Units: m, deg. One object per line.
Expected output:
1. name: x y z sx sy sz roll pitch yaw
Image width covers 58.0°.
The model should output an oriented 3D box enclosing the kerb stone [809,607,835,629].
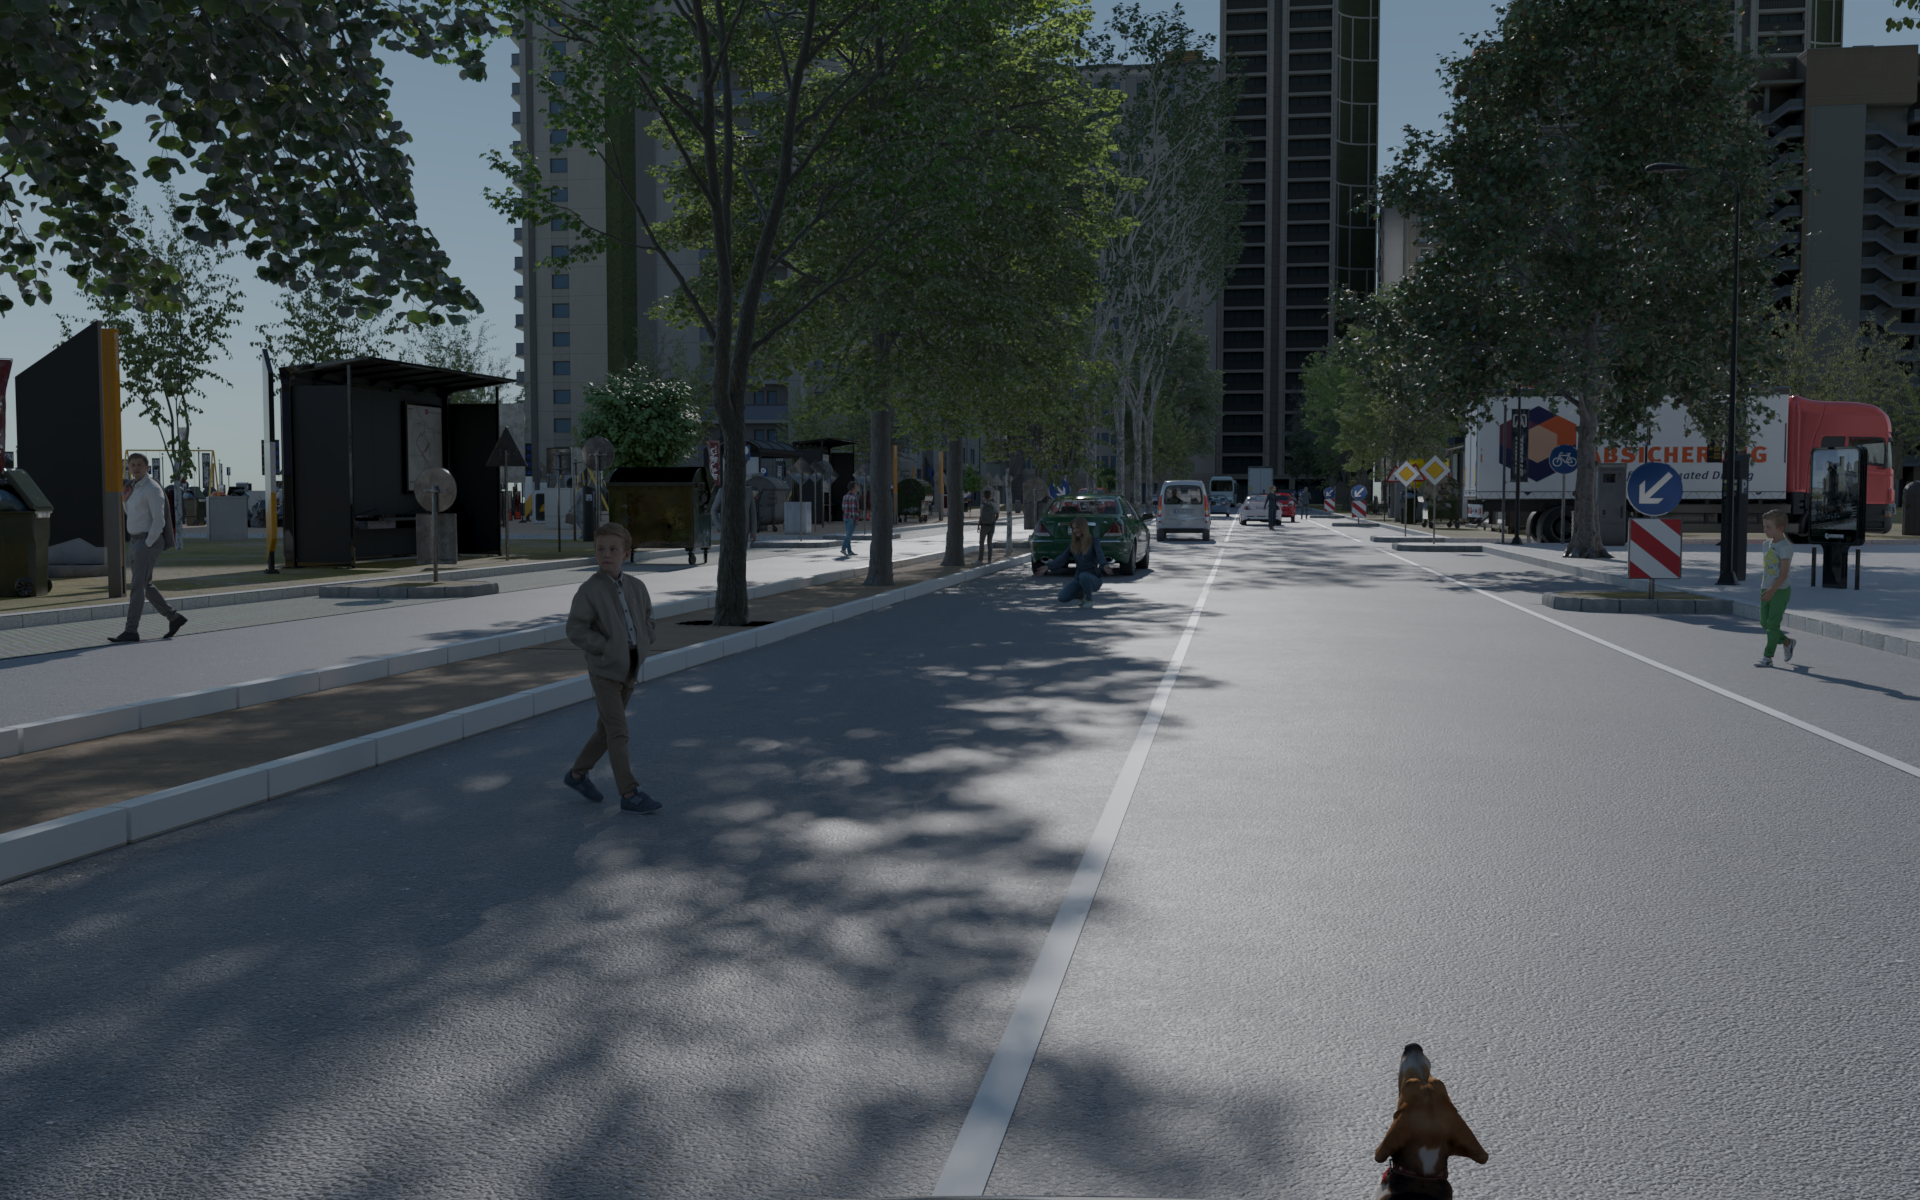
1. kerb stone: -1.556 0.216 18.736 0.120 0.150 1.000 1 4 9

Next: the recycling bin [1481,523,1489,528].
1. recycling bin: 20.512 -3.295 66.425 0.722 1.027 0.722 -2 4 -24

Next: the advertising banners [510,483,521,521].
1. advertising banners: -21.597 -5.311 83.024 0.090 3.025 2.074 -3 5 -39

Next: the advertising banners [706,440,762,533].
1. advertising banners: -7.375 -3.690 56.513 2.074 3.025 0.090 -3 4 -38

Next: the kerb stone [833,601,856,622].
1. kerb stone: -1.380 0.150 19.745 0.120 0.150 1.000 1 4 9

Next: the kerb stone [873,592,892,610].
1. kerb stone: -1.046 0.029 21.768 0.120 0.150 1.000 1 4 9

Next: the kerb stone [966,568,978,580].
1. kerb stone: 0.117 -0.406 28.833 0.120 0.150 1.000 1 4 9

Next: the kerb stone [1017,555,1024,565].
1. kerb stone: 1.115 -0.777 34.906 0.120 0.150 1.000 1 4 9

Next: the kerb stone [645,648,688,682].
1. kerb stone: -2.382 0.521 13.673 0.120 0.150 1.000 1 4 9

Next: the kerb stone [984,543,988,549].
1. kerb stone: 0.545 -1.353 44.367 0.120 0.150 1.000 1 4 9

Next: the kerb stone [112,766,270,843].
1. kerb stone: -3.380 0.895 7.615 0.120 0.150 1.000 1 4 9

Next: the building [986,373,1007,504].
1. building: -5.952 -40.052 244.092 27.495 52.752 28.713 1 4 9

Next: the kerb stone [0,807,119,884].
1. kerb stone: -3.550 0.955 6.600 0.120 0.150 1.000 1 4 9

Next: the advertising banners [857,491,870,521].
1. advertising banners: -4.425 -5.282 82.545 0.090 3.025 2.074 1 4 22

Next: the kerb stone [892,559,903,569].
1. kerb stone: -1.293 -0.673 33.237 0.120 0.150 1.000 1 4 9

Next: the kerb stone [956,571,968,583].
1. kerb stone: -0.057 -0.341 27.821 0.120 0.150 1.000 1 4 9

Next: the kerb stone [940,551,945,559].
1. kerb stone: -0.448 -0.984 38.286 0.120 0.150 1.000 1 4 9

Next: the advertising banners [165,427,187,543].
1. advertising banners: -20.853 -3.033 45.784 2.074 3.025 0.090 3 5 43

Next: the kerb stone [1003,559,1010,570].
1. kerb stone: 0.782 -0.653 32.876 0.120 0.150 1.000 1 4 9

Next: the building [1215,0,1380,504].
1. building: 44.875 -48.458 230.543 20.611 71.187 20.563 1 4 9

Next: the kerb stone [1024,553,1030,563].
1. kerb stone: 1.287 -0.839 35.914 0.120 0.150 1.000 1 4 9

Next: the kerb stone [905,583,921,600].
1. kerb stone: -0.716 -0.097 23.786 0.120 0.150 1.000 1 4 9

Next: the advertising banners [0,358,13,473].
1. advertising banners: -13.005 -1.564 21.762 2.074 3.025 0.090 -3 5 -40

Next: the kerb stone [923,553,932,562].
1. kerb stone: -0.791 -0.861 36.266 0.120 0.150 1.000 1 4 9

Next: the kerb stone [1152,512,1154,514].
1. kerb stone: 14.161 -6.401 126.939 0.120 0.150 1.000 1 4 9

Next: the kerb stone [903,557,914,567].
1. kerb stone: -1.116 -0.731 34.244 0.120 0.150 1.000 1 4 9

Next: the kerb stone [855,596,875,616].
1. kerb stone: -1.218 0.088 20.760 0.120 0.150 1.000 1 4 9

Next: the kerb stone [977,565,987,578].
1. kerb stone: 0.285 -0.468 29.842 0.120 0.150 1.000 1 4 9

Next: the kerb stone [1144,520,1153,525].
1. kerb stone: 9.042 -3.719 83.048 0.120 0.150 1.000 1 4 9

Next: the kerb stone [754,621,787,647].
1. kerb stone: -1.877 0.336 16.697 0.120 0.150 1.000 1 4 9

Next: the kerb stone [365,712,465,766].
1. kerb stone: -3.047 0.774 9.634 0.120 0.150 1.000 1 4 9

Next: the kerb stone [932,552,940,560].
1. kerb stone: -0.626 -0.921 37.275 0.120 0.150 1.000 1 4 9

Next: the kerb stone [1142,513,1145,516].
1. kerb stone: 12.654 -5.848 117.817 0.120 0.150 1.000 1 4 9

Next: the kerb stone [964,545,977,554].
1. kerb stone: 0.215 -1.233 42.347 0.120 0.150 1.000 1 4 9

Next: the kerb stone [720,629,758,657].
1. kerb stone: -2.049 0.398 15.690 0.120 0.150 1.000 1 4 9

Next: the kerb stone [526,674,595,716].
1. kerb stone: -2.718 0.645 11.651 0.120 0.150 1.000 1 4 9

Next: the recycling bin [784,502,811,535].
1. recycling bin: -5.166 -2.608 55.194 0.722 1.027 0.722 1 4 9

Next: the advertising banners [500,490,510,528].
1. advertising banners: -17.515 -4.256 65.780 0.090 3.025 2.074 0 4 0

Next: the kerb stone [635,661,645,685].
1. kerb stone: -2.553 0.584 12.665 0.120 0.150 1.000 1 4 9

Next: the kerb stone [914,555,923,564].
1. kerb stone: -0.958 -0.791 35.258 0.120 0.150 1.000 1 4 9

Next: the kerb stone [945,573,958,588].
1. kerb stone: -0.217 -0.276 26.811 0.120 0.150 1.000 1 4 9

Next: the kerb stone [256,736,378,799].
1. kerb stone: -3.215 0.836 8.623 0.120 0.150 1.000 1 4 9

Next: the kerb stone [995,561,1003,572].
1. kerb stone: 0.617 -0.588 31.866 0.120 0.150 1.000 1 4 9

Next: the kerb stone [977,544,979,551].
1. kerb stone: 0.387 -1.293 43.355 0.120 0.150 1.000 1 4 9

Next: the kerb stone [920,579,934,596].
1. kerb stone: -0.549 -0.159 24.794 0.120 0.150 1.000 1 4 9

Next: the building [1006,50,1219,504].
1. building: 20.837 -42.397 235.186 28.212 58.520 21.231 1 4 9

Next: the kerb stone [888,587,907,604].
1. kerb stone: -0.890 -0.036 22.779 0.120 0.150 1.000 1 4 9

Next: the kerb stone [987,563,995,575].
1. kerb stone: 0.449 -0.528 30.853 0.120 0.150 1.000 1 4 9

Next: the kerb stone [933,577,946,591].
1. kerb stone: -0.386 -0.221 25.803 0.120 0.150 1.000 1 4 9

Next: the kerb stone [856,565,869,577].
1. kerb stone: -1.780 -0.484 30.199 0.120 0.150 1.000 1 4 9

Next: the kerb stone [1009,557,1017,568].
1. kerb stone: 0.949 -0.710 33.894 0.120 0.150 1.000 1 4 9

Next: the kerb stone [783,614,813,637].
1. kerb stone: -1.715 0.274 17.716 0.120 0.150 1.000 1 4 9

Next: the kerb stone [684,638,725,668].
1. kerb stone: -2.217 0.460 14.681 0.120 0.150 1.000 1 4 9

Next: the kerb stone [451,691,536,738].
1. kerb stone: -2.882 0.709 10.643 0.120 0.150 1.000 1 4 9

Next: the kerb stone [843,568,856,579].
1. kerb stone: -1.958 -0.425 29.187 0.120 0.150 1.000 1 4 9
